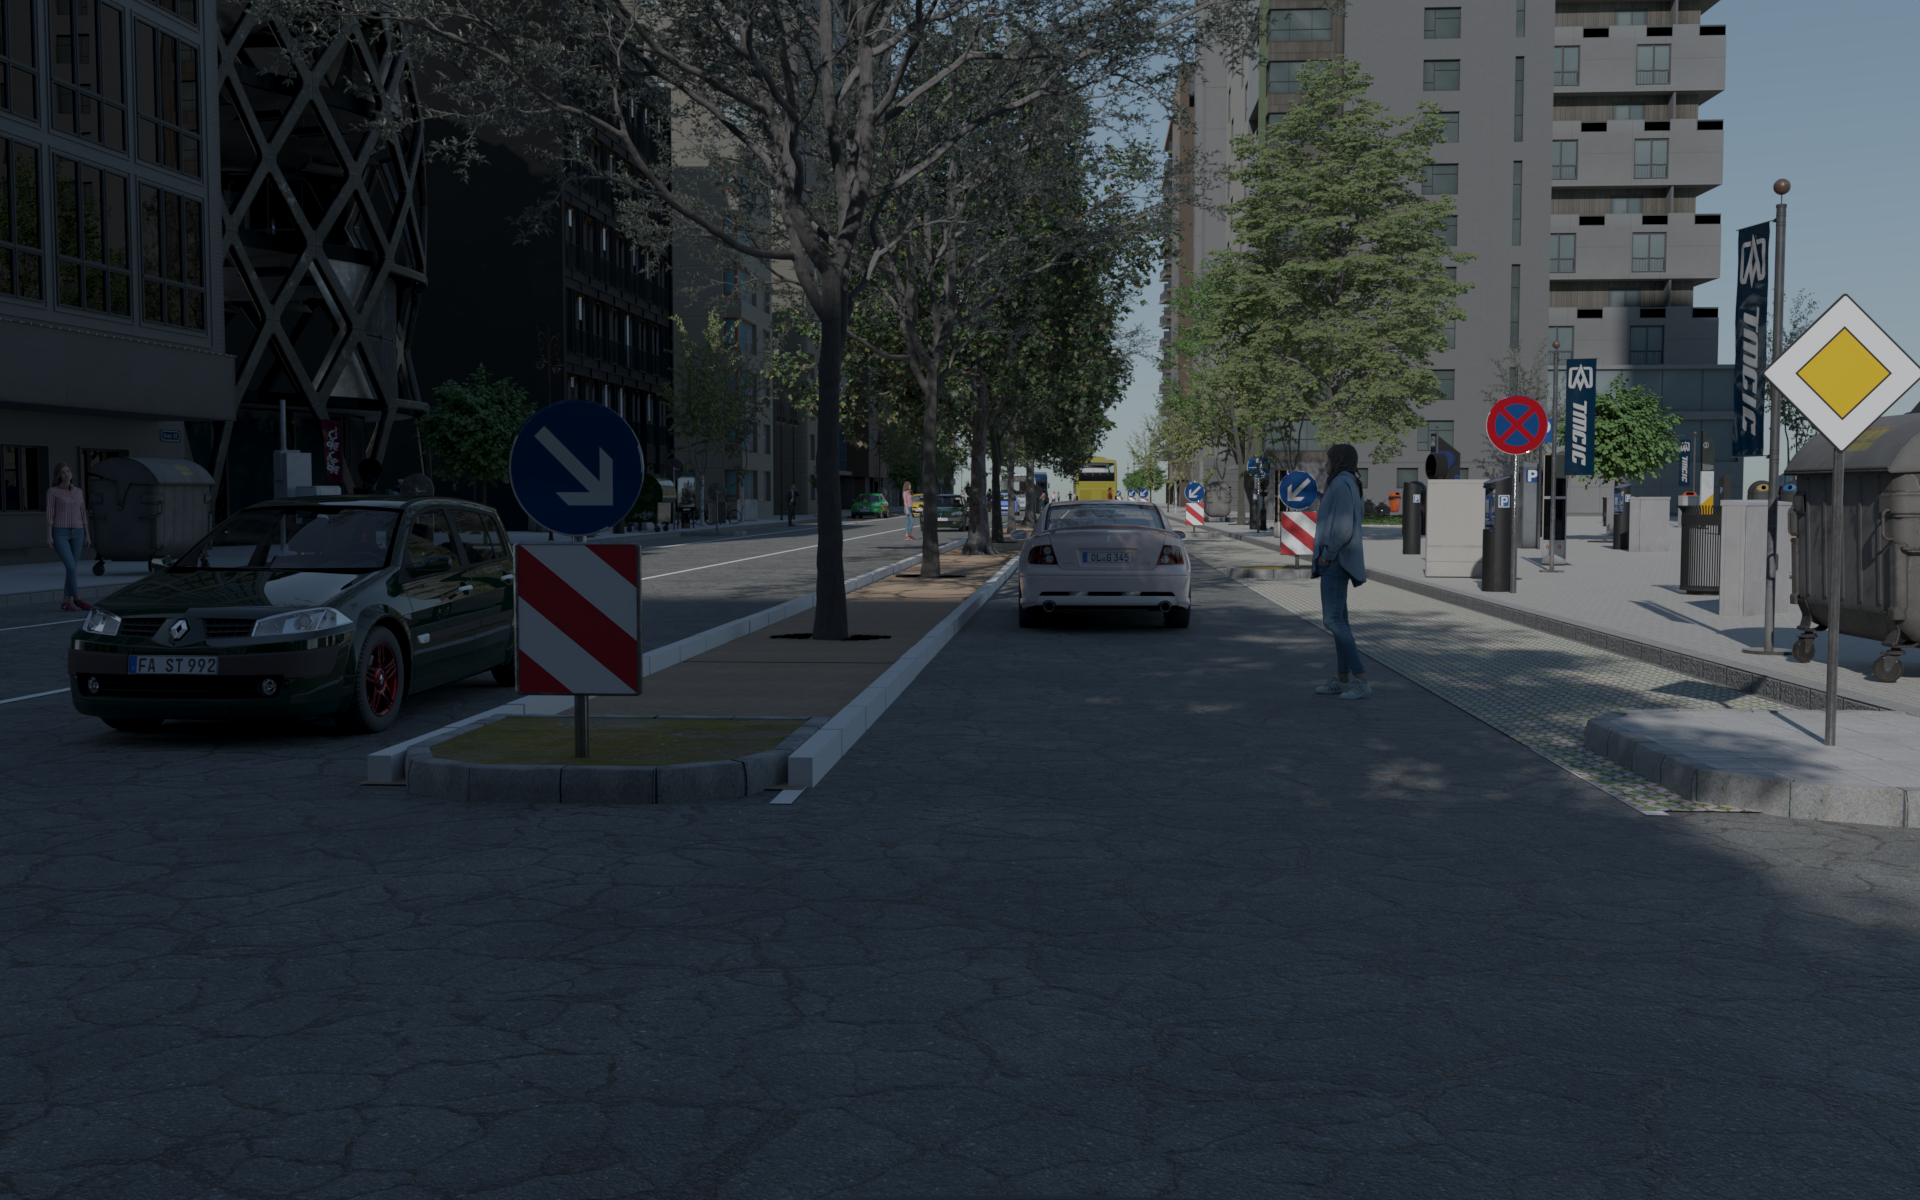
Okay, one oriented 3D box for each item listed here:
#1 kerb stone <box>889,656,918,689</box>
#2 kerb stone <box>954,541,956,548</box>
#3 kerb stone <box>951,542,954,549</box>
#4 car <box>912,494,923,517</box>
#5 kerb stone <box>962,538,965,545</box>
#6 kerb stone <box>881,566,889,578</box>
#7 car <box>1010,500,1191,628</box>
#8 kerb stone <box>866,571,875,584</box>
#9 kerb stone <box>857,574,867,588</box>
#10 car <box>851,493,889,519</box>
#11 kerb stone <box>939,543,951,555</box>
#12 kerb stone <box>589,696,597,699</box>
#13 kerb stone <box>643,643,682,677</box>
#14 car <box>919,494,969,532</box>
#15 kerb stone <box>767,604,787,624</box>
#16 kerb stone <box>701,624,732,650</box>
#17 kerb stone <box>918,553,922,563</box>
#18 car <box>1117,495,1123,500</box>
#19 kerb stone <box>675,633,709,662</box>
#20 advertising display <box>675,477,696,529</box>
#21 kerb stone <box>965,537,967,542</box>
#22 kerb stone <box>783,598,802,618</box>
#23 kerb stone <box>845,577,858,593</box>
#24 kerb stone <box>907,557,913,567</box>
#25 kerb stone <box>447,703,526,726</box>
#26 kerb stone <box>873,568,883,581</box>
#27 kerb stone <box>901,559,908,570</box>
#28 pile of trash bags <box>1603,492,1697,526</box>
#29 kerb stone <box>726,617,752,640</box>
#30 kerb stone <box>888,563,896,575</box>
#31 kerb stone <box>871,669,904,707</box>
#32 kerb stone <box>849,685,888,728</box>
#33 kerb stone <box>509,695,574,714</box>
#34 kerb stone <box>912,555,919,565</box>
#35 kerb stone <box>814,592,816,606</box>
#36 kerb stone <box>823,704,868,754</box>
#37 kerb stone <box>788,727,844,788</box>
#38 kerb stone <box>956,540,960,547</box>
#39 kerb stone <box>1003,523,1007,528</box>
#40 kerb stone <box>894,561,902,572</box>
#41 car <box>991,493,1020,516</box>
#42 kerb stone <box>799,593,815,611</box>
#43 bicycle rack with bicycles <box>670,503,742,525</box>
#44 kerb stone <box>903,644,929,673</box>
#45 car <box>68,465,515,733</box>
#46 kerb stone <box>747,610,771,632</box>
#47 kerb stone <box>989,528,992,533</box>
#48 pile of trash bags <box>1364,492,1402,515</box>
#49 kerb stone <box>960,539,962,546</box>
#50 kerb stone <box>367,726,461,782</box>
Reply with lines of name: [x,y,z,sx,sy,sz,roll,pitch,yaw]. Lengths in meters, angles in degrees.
kerb stone: [-0.443,0.562,13.027,0.120,0.150,1.000,0,4,4]
kerb stone: [-0.253,-1.384,44.840,0.120,0.150,1.000,0,4,4]
kerb stone: [-0.318,-1.318,43.821,0.120,0.150,1.000,0,4,4]
car: [-2.335,-5.916,106.956,2.015,1.641,3.980,0,4,4]
kerb stone: [-0.031,-1.573,47.917,0.120,0.150,1.000,0,4,4]
kerb stone: [-1.361,-0.447,29.497,0.120,0.150,1.000,0,4,4]
car: [1.610,-0.466,19.978,2.083,1.381,4.827,0,4,3]
kerb stone: [-1.509,-0.321,27.441,0.120,0.150,1.000,0,4,4]
kerb stone: [-1.575,-0.258,26.420,0.120,0.150,1.000,0,4,4]
car: [-5.261,-5.661,101.357,1.959,1.807,4.718,0,4,5]
kerb stone: [-0.393,-1.259,42.801,0.120,0.150,1.000,0,4,4]
kerb stone: [-2.617,0.616,12.123,0.120,0.150,1.000,0,4,4]
kerb stone: [-2.468,0.492,14.162,0.120,0.150,1.000,0,4,4]
car: [-0.531,-3.501,67.028,2.009,1.686,4.222,0,4,5]
kerb stone: [-2.094,0.182,19.270,0.120,0.150,1.000,0,4,4]
kerb stone: [-2.323,0.366,16.212,0.120,0.150,1.000,0,4,4]
kerb stone: [-0.918,-0.822,35.631,0.120,0.150,1.000,0,4,4]
car: [18.876,-12.203,209.745,2.015,1.641,3.980,0,4,3]
kerb stone: [-2.395,0.431,15.193,0.120,0.150,1.000,0,4,4]
advertising display: [-10.191,-3.614,64.295,0.123,1.923,0.974,2,4,34]
kerb stone: [0.046,-1.630,48.940,0.120,0.150,1.000,0,4,4]
kerb stone: [-2.019,0.117,20.290,0.120,0.150,1.000,0,4,4]
kerb stone: [-1.656,-0.196,25.402,0.120,0.150,1.000,0,4,4]
kerb stone: [-1.065,-0.695,33.577,0.120,0.150,1.000,0,4,4]
kerb stone: [-2.762,0.747,10.080,0.120,0.150,1.000,0,4,4]
kerb stone: [-1.427,-0.384,28.477,0.120,0.150,1.000,0,4,4]
kerb stone: [-1.128,-0.627,32.555,0.120,0.150,1.000,0,4,4]
pile of trash bags: [27.114,-3.563,68.009,3.447,1.369,1.912,1,4,16]
kerb stone: [-2.254,0.305,17.232,0.120,0.150,1.000,0,4,4]
kerb stone: [-1.292,-0.505,30.518,0.120,0.150,1.000,0,4,4]
kerb stone: [-0.517,0.624,12.005,0.120,0.150,1.000,0,4,4]
kerb stone: [-0.591,0.686,10.986,0.120,0.150,1.000,0,4,4]
kerb stone: [-2.684,0.679,11.101,0.120,0.150,1.000,0,4,4]
kerb stone: [-0.985,-0.756,34.602,0.120,0.150,1.000,0,4,4]
kerb stone: [-1.871,-0.005,22.340,0.120,0.150,1.000,0,4,4]
kerb stone: [-0.667,0.748,9.965,0.120,0.150,1.000,0,4,4]
kerb stone: [-0.741,0.811,8.937,0.120,0.150,1.000,0,4,4]
kerb stone: [-0.174,-1.447,45.869,0.120,0.150,1.000,0,4,4]
kerb stone: [2.120,-3.386,77.587,0.120,0.150,1.000,0,4,4]
kerb stone: [-1.207,-0.571,31.536,0.120,0.150,1.000,0,4,4]
car: [3.078,-6.513,116.072,1.945,1.707,3.694,0,4,6]
kerb stone: [-1.952,0.054,21.310,0.120,0.150,1.000,0,4,4]
bicycle rack with bicycles: [-10.836,-3.623,72.617,2.925,0.926,2.852,0,4,6]
kerb stone: [-0.376,0.498,14.050,0.120,0.150,1.000,0,4,4]
car: [-4.189,-0.116,11.679,2.009,1.686,4.222,0,4,5]
kerb stone: [-2.172,0.245,18.251,0.120,0.150,1.000,0,4,4]
kerb stone: [1.309,-2.698,66.328,0.120,0.150,1.000,0,4,4]
pile of trash bags: [18.681,-4.176,78.034,3.447,1.369,1.912,-3,4,-39]
kerb stone: [-0.100,-1.510,46.897,0.120,0.150,1.000,0,4,4]
kerb stone: [-2.832,0.812,9.056,0.120,0.150,1.000,0,4,4]
